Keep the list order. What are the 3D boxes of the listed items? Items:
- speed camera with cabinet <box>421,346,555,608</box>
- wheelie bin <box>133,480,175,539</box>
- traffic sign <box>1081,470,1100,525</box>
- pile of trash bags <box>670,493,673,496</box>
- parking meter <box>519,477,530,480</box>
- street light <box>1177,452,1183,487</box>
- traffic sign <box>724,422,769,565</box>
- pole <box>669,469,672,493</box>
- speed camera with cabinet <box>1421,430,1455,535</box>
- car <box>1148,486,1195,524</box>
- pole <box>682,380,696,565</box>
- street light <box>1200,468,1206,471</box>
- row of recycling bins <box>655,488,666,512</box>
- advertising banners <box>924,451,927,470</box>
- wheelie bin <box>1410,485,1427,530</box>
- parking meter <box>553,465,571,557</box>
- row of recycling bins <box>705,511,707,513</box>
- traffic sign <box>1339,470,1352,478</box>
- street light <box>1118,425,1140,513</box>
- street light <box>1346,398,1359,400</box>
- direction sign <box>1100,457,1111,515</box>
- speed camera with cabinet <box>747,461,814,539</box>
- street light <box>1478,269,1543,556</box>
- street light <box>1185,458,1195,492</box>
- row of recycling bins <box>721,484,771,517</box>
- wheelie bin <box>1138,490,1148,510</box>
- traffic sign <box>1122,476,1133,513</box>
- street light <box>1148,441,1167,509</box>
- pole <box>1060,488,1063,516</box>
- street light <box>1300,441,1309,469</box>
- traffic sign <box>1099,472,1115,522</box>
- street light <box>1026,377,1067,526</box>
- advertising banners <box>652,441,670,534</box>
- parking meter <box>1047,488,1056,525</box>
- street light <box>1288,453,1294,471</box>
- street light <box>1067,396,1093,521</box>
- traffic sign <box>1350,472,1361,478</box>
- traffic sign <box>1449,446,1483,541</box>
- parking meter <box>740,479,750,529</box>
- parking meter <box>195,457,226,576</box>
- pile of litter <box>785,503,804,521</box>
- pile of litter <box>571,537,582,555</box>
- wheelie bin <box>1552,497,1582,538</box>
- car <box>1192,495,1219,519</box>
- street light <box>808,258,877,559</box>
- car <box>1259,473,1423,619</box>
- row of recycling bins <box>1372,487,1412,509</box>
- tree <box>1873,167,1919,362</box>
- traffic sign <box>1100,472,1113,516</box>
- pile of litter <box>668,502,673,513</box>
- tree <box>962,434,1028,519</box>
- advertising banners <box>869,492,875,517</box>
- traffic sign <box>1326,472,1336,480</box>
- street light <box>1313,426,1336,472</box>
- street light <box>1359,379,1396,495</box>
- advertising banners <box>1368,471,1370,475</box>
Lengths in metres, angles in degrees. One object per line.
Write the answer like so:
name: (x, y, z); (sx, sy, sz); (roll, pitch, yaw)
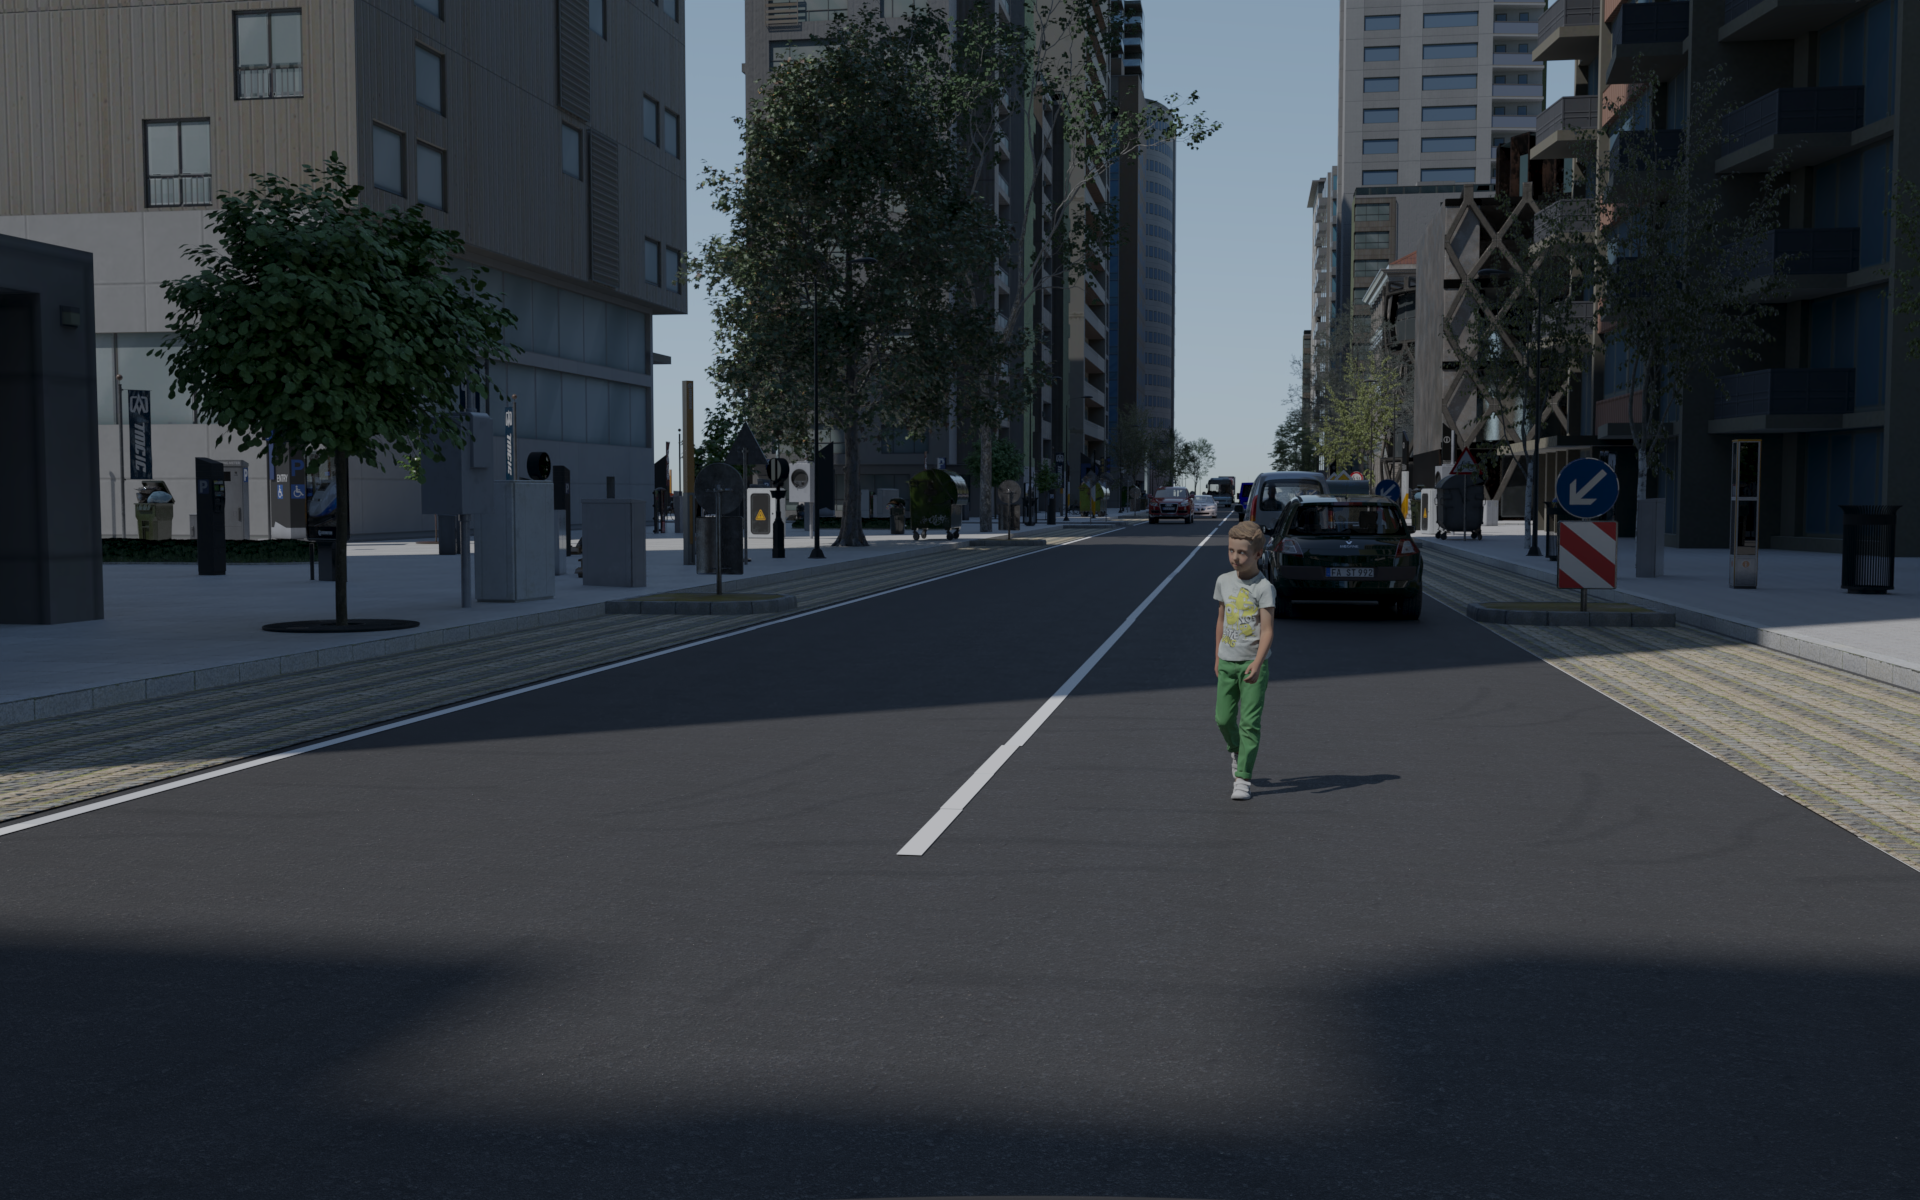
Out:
speed camera with cabinet: (-5.527, -1.591, 20.350); (0.660, 3.252, 2.038); (1, 4, 16)
wheelie bin: (-18.691, -1.976, 40.209); (0.980, 1.594, 0.693); (1, 4, 18)
traffic sign: (5.479, -4.214, 72.548); (0.795, 2.450, 0.064); (1, 4, 9)
pile of trash bags: (-24.311, -7.809, 137.435); (3.447, 1.369, 1.912); (-2, 4, -30)
parking meter: (-6.367, -1.064, 25.801); (0.372, 1.533, 0.369); (0, 3, 0)
street light: (23.641, -13.328, 190.458); (1.470, 5.913, 1.316); (1, 4, 9)
traffic sign: (-3.883, -1.918, 31.355); (0.884, 2.594, 0.081); (1, 4, 16)
pole: (-23.892, -9.126, 143.048); (0.158, 3.312, 0.155); (0, 3, 0)
speed camera with cabinet: (15.106, -3.683, 54.548); (0.660, 3.252, 2.038); (0, 4, -2)
car: (10.363, -4.652, 84.740); (2.281, 1.827, 5.304); (1, 4, 10)
pole: (-4.887, -2.284, 31.189); (0.158, 3.312, 0.155); (0, 3, 0)
street light: (37.514, -18.364, 272.786); (1.470, 5.913, 1.316); (1, 4, 9)
row of recycling bins: (-20.053, -6.266, 109.564); (1.069, 1.692, 3.534); (3, 5, 41)
advertising banners: (-1.536, -4.517, 70.049); (0.090, 3.025, 2.074); (1, 4, 11)
wheelie bin: (16.324, -3.266, 61.311); (0.693, 1.594, 0.980); (-1, 4, -8)
parking meter: (-8.174, -1.826, 35.568); (0.255, 1.863, 0.399); (0, 4, 7)
row of recycling bins: (-15.310, -6.313, 110.333); (3.534, 1.692, 1.069); (-3, 5, -42)
traffic sign: (15.680, -4.109, 70.831); (0.795, 2.450, 0.064); (1, 4, 9)
street light: (11.374, -8.815, 116.664); (1.470, 5.913, 1.316); (1, 4, 9)
street light: (19.288, -6.791, 83.573); (1.470, 5.913, 1.316); (1, 4, 9)
direction sign: (8.803, -6.911, 104.993); (0.379, 3.537, 0.876); (-3, 4, -39)
speed camera with cabinet: (-5.101, -3.385, 49.686); (2.038, 3.252, 0.660); (1, 4, 22)
street light: (11.379, -3.870, 35.821); (1.470, 5.913, 1.316); (1, 4, 9)
street light: (31.552, -16.238, 238.027); (1.470, 5.913, 1.316); (1, 4, 9)
row of recycling bins: (-8.675, -3.898, 70.844); (1.069, 1.692, 3.534); (1, 4, 21)
wheelie bin: (14.561, -7.973, 138.269); (0.980, 1.594, 0.693); (0, 4, -3)
traffic sign: (11.613, -7.324, 119.855); (0.768, 2.556, 0.104); (1, 4, 12)
street light: (17.905, -11.221, 156.006); (1.470, 5.913, 1.316); (1, 4, 9)
pole: (5.907, -6.531, 100.631); (0.158, 3.312, 0.155); (0, 3, 0)
street light: (31.835, -11.381, 158.616); (1.470, 5.913, 1.316); (1, 4, 9)
traffic sign: (6.794, -4.696, 80.424); (0.795, 2.450, 0.064); (1, 4, 9)
street light: (3.327, -5.886, 68.776); (1.470, 5.913, 1.316); (1, 4, 9)
advertising banners: (-9.770, -3.709, 56.824); (0.090, 3.025, 2.074); (0, 4, 6)
parking meter: (3.808, -3.901, 72.186); (0.372, 1.533, 0.369); (0, 3, 0)
street light: (37.747, -13.523, 193.634); (1.470, 5.913, 1.316); (1, 4, 9)
street light: (5.582, -6.691, 81.943); (1.470, 5.913, 1.316); (1, 4, 9)
traffic sign: (22.499, -6.009, 98.358); (0.768, 2.556, 0.104); (1, 4, 17)
traffic sign: (13.729, -2.877, 47.035); (0.884, 2.594, 0.081); (1, 4, 18)
parking meter: (-7.828, -3.513, 63.154); (0.399, 1.863, 0.255); (-1, 4, -10)
parking meter: (-11.836, -1.325, 27.375); (0.399, 1.863, 0.255); (1, 4, 22)
pile of litter: (-7.904, -4.233, 83.175); (1.176, 0.858, 1.719); (1, 4, 18)
pile of litter: (-7.902, -1.400, 36.850); (1.176, 0.858, 1.719); (-3, 4, -38)
wheelie bin: (14.407, -2.007, 40.726); (0.980, 1.594, 0.693); (2, 4, 25)
car: (14.323, -5.534, 102.840); (2.083, 1.381, 4.827); (1, 4, 9)
street light: (-2.316, -3.774, 34.249); (1.470, 5.913, 1.316); (1, 4, 9)
car: (4.630, -0.703, 21.276); (2.009, 1.686, 4.222); (1, 4, 8)
row of recycling bins: (24.611, -5.709, 100.459); (3.534, 1.692, 1.069); (-1, 4, -13)
tree: (17.904, -4.828, 29.307); (4.737, 8.622, 4.395); (0, 3, 0)
traffic sign: (8.558, -6.204, 101.535); (0.768, 2.556, 0.104); (1, 4, 12)
pile of litter: (-19.100, -6.144, 114.415); (1.176, 0.858, 1.719); (-3, 4, -38)
tree: (1.788, -6.413, 88.560); (4.285, 4.588, 4.351); (0, 3, 0)
advertising banners: (-4.912, -5.707, 89.493); (0.090, 3.025, 2.074); (2, 4, 27)
traffic sign: (16.994, -4.591, 78.708); (0.795, 2.450, 0.064); (1, 4, 9)
street light: (25.016, -8.897, 118.002); (1.470, 5.913, 1.316); (1, 4, 9)
street light: (17.051, -5.977, 70.259); (1.470, 5.913, 1.316); (1, 4, 9)
advertising banners: (30.385, -8.150, 129.434); (0.090, 3.025, 2.074); (2, 4, 26)
